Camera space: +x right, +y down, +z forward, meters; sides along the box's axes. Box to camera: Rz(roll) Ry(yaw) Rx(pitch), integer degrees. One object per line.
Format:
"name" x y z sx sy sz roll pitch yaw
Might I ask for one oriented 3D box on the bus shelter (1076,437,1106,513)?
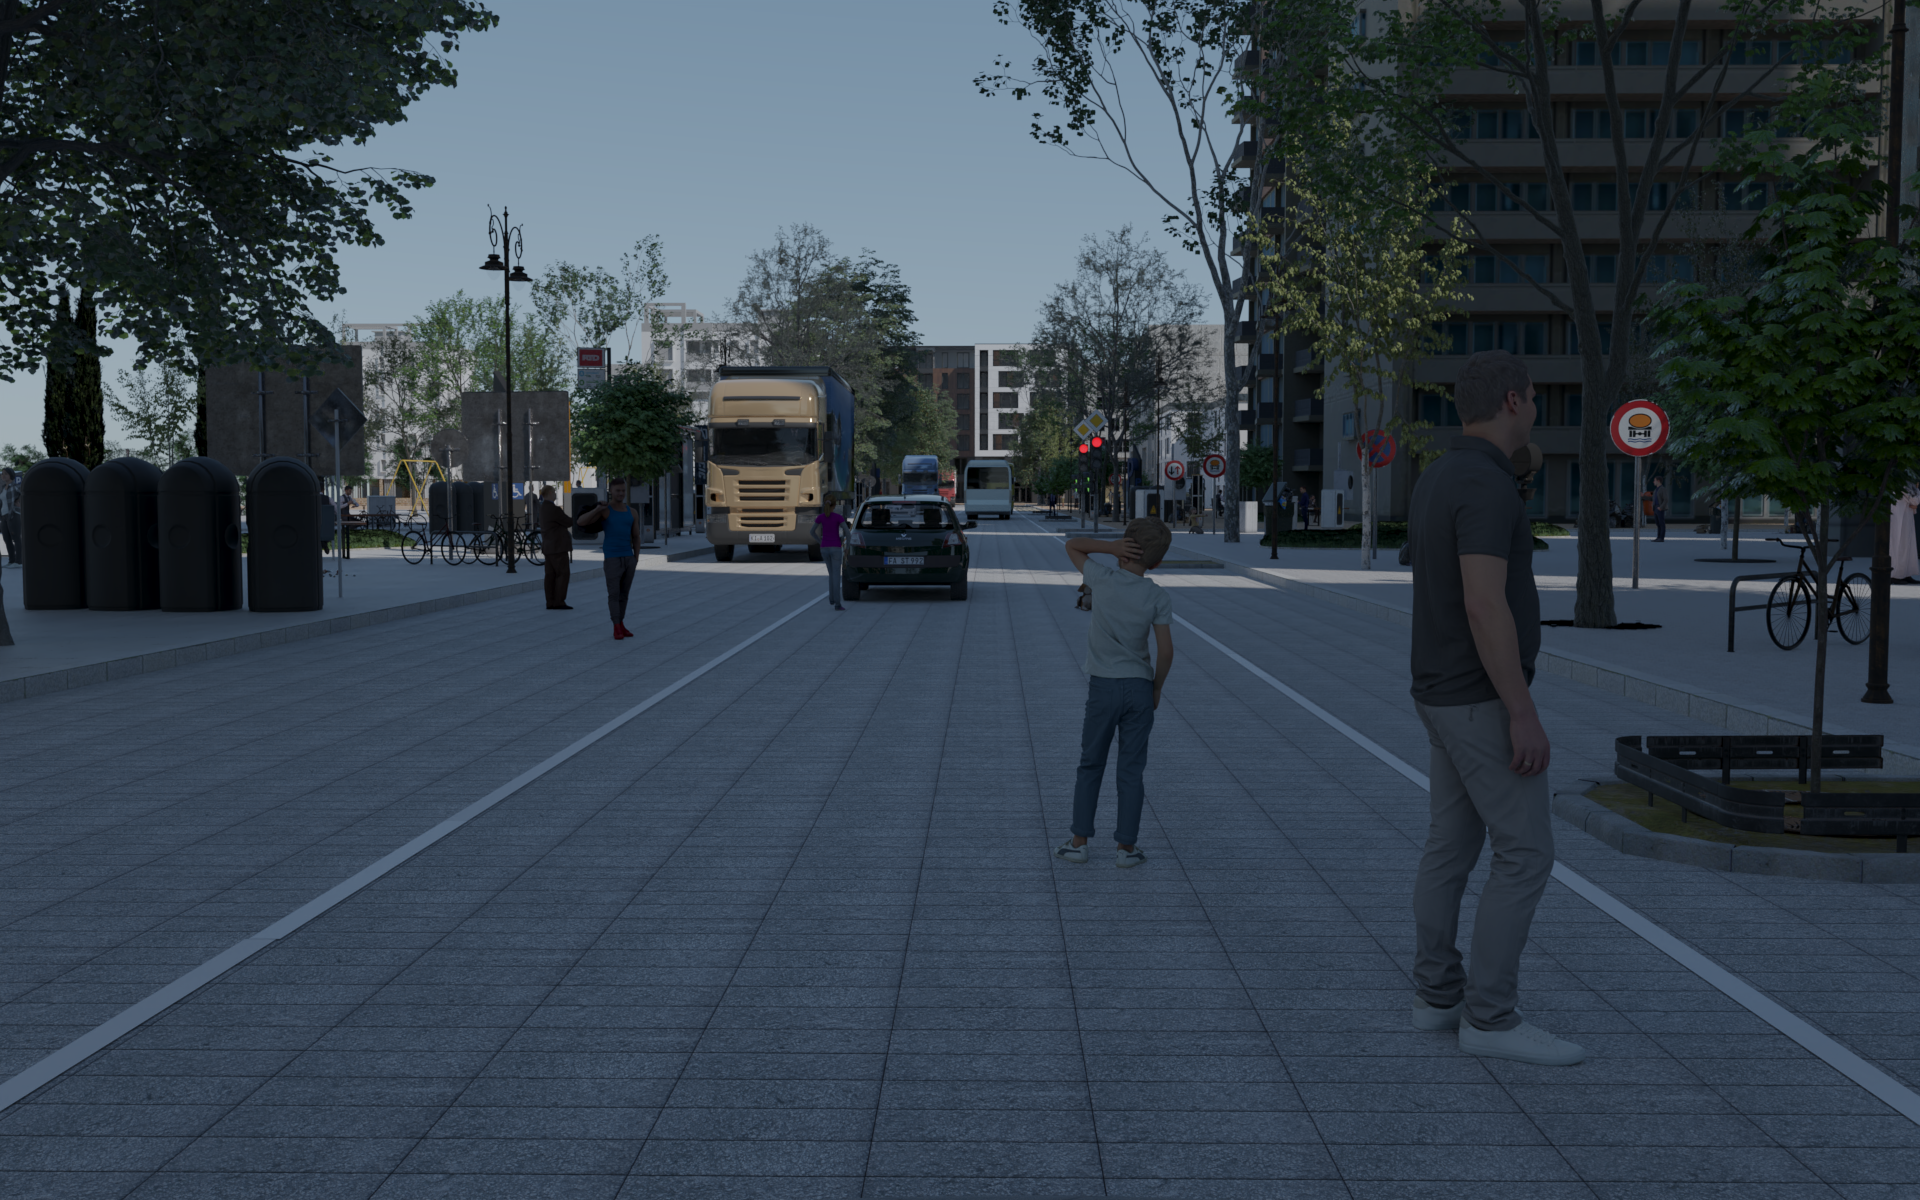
"bus shelter" 9.102 -8.655 119.147 2.179 5.291 8.768 0 4 1

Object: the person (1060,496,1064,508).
"person" 9.676 -9.627 163.454 0.705 1.824 1.348 1 4 16

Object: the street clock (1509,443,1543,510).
"street clock" 7.964 -1.218 24.490 0.358 2.002 0.471 -2 4 -28

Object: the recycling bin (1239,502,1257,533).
"recycling bin" 9.416 -2.759 57.668 0.722 1.027 0.722 3 5 41

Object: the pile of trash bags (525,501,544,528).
"pile of trash bags" -15.811 -3.468 66.462 3.447 1.369 1.912 0 4 5

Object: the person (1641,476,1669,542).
"person" 18.545 -2.435 46.379 0.750 1.759 0.617 1 4 14

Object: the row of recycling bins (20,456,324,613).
"row of recycling bins" -8.788 -0.743 19.267 3.534 1.692 1.069 1 4 9

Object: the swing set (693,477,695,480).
"swing set" -19.404 -7.252 116.196 2.862 2.851 3.119 1 4 9

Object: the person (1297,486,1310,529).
"person" 12.409 -3.272 62.707 0.504 1.737 0.576 1 4 9

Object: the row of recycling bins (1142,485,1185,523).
"row of recycling bins" 9.568 -4.434 79.606 1.069 1.692 3.534 2 4 25

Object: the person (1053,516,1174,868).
"person" 0.594 0.348 6.723 0.435 1.345 0.340 0 4 -3

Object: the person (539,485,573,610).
"person" -5.027 -0.660 21.553 0.388 1.546 0.482 -2 4 -35

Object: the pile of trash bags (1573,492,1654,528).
"pile of trash bags" 25.198 -3.436 65.924 3.447 1.369 1.912 -2 4 -25

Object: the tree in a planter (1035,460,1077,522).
"tree in a planter" 5.084 -5.678 90.062 1.991 3.239 1.994 0 4 1

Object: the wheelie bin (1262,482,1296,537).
"wheelie bin" 8.417 -2.313 45.723 0.693 1.594 0.980 -2 4 -26

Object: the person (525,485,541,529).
"person" -15.247 -3.222 61.730 0.990 1.755 0.434 2 4 34

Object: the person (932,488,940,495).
"person" -1.604 -6.517 115.200 0.875 1.805 0.789 -1 4 -17

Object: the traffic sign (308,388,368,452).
"traffic sign" -7.724 -1.332 21.511 0.795 2.593 0.064 1 4 10

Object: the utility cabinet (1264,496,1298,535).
"utility cabinet" 9.391 -2.421 50.747 0.306 1.237 1.020 -3 5 -40

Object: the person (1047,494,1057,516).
"person" 5.467 -5.680 102.195 0.655 1.722 0.431 0 4 1

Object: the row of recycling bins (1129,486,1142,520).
"row of recycling bins" 9.545 -4.954 88.106 1.069 1.692 3.534 2 4 26

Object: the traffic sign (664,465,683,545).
"traffic sign" -7.394 -2.659 43.486 0.884 2.594 0.081 0 4 4

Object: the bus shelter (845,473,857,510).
"bus shelter" -8.656 -8.722 133.892 1.731 3.624 6.357 0 4 1

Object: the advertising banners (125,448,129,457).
"advertising banners" -32.124 -4.350 67.314 0.090 3.025 2.074 -1 4 -12

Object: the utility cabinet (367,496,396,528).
"utility cabinet" -22.229 -3.388 66.550 1.020 1.237 0.306 -3 4 -36

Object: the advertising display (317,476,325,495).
"advertising display" -21.833 -3.247 58.302 0.974 1.923 0.123 1 4 16

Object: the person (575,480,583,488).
"person" -14.192 -3.578 64.663 0.434 1.807 0.598 3 4 39

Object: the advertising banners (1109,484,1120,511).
"advertising banners" 11.324 -7.994 126.893 0.090 3.025 2.074 -1 4 -17

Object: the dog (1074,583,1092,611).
"dog" 1.652 -0.082 21.536 0.550 0.427 0.748 3 5 41

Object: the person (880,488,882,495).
"person" -6.916 -8.958 152.448 1.348 1.831 0.705 -2 4 -34

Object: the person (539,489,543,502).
"person" -19.345 -4.356 79.813 0.613 1.512 0.480 -3 5 -41

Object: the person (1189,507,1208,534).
"person" 7.640 -2.544 55.562 0.347 0.859 0.695 -3 5 -42

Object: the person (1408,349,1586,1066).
"person" 1.396 0.250 4.533 0.434 1.807 0.598 1 4 10

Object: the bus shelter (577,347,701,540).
"bus shelter" -9.318 -4.432 50.089 2.179 5.291 8.768 0 4 1

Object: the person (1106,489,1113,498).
"person" 14.708 -10.001 169.541 0.705 1.826 1.348 -1 4 -20

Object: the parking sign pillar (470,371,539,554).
"parking sign pillar" -9.861 -2.993 37.402 1.447 3.967 1.447 -3 4 -37

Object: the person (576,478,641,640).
"person" -3.462 -0.422 17.274 0.647 1.594 0.662 -3 5 -44

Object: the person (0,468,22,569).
"person" -16.364 -1.416 29.919 0.841 1.734 0.376 3 5 40

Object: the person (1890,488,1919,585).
"person" 13.389 -1.090 24.542 0.621 1.740 0.551 0 4 6

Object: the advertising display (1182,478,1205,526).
"advertising display" 9.374 -3.934 69.533 0.974 1.923 0.123 -1 4 -22

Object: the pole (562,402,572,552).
"pole" -8.703 -2.719 38.305 0.158 3.312 0.155 0 3 0

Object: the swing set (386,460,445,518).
"swing set" -25.170 -5.064 80.409 2.862 2.851 3.119 1 4 13

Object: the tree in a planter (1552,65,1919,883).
"tree in a planter" 3.642 -0.615 7.270 1.991 3.239 1.994 0 4 1

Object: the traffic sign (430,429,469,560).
"traffic sign" -9.924 -2.054 33.692 0.768 2.556 0.104 0 4 4

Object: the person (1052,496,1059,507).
"person" 9.290 -10.106 170.905 0.705 1.869 1.348 -3 5 -41

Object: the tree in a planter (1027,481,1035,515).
"tree in a planter" 5.552 -7.326 117.002 1.991 3.239 1.994 0 4 1

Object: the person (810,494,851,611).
"person" -1.560 -0.595 21.463 0.726 1.435 0.776 1 4 12

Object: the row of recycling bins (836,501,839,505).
"row of recycling bins" -7.651 -4.789 85.416 3.534 1.692 1.069 -1 4 -13

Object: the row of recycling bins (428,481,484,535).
"row of recycling bins" -16.082 -3.015 56.407 1.069 1.692 3.534 1 4 14

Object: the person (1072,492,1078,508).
"person" 10.741 -9.378 159.357 0.705 1.826 1.348 -3 5 -42

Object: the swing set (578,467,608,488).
"swing set" -20.829 -6.386 102.034 3.119 2.851 2.862 -2 4 -27

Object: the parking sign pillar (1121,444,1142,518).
"parking sign pillar" 9.357 -6.374 92.681 1.447 3.967 1.447 -1 4 -11

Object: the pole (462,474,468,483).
"pole" -18.752 -4.390 65.616 0.158 3.312 0.155 0 3 0

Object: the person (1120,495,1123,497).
"person" 13.678 -8.275 142.127 1.217 1.735 0.721 -1 4 -12

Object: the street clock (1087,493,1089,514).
"street clock" 8.378 -6.554 111.722 0.358 2.002 0.471 0 4 -2

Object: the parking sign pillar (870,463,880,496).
"parking sign pillar" -6.407 -8.696 130.647 1.447 3.967 1.447 -1 4 -17
